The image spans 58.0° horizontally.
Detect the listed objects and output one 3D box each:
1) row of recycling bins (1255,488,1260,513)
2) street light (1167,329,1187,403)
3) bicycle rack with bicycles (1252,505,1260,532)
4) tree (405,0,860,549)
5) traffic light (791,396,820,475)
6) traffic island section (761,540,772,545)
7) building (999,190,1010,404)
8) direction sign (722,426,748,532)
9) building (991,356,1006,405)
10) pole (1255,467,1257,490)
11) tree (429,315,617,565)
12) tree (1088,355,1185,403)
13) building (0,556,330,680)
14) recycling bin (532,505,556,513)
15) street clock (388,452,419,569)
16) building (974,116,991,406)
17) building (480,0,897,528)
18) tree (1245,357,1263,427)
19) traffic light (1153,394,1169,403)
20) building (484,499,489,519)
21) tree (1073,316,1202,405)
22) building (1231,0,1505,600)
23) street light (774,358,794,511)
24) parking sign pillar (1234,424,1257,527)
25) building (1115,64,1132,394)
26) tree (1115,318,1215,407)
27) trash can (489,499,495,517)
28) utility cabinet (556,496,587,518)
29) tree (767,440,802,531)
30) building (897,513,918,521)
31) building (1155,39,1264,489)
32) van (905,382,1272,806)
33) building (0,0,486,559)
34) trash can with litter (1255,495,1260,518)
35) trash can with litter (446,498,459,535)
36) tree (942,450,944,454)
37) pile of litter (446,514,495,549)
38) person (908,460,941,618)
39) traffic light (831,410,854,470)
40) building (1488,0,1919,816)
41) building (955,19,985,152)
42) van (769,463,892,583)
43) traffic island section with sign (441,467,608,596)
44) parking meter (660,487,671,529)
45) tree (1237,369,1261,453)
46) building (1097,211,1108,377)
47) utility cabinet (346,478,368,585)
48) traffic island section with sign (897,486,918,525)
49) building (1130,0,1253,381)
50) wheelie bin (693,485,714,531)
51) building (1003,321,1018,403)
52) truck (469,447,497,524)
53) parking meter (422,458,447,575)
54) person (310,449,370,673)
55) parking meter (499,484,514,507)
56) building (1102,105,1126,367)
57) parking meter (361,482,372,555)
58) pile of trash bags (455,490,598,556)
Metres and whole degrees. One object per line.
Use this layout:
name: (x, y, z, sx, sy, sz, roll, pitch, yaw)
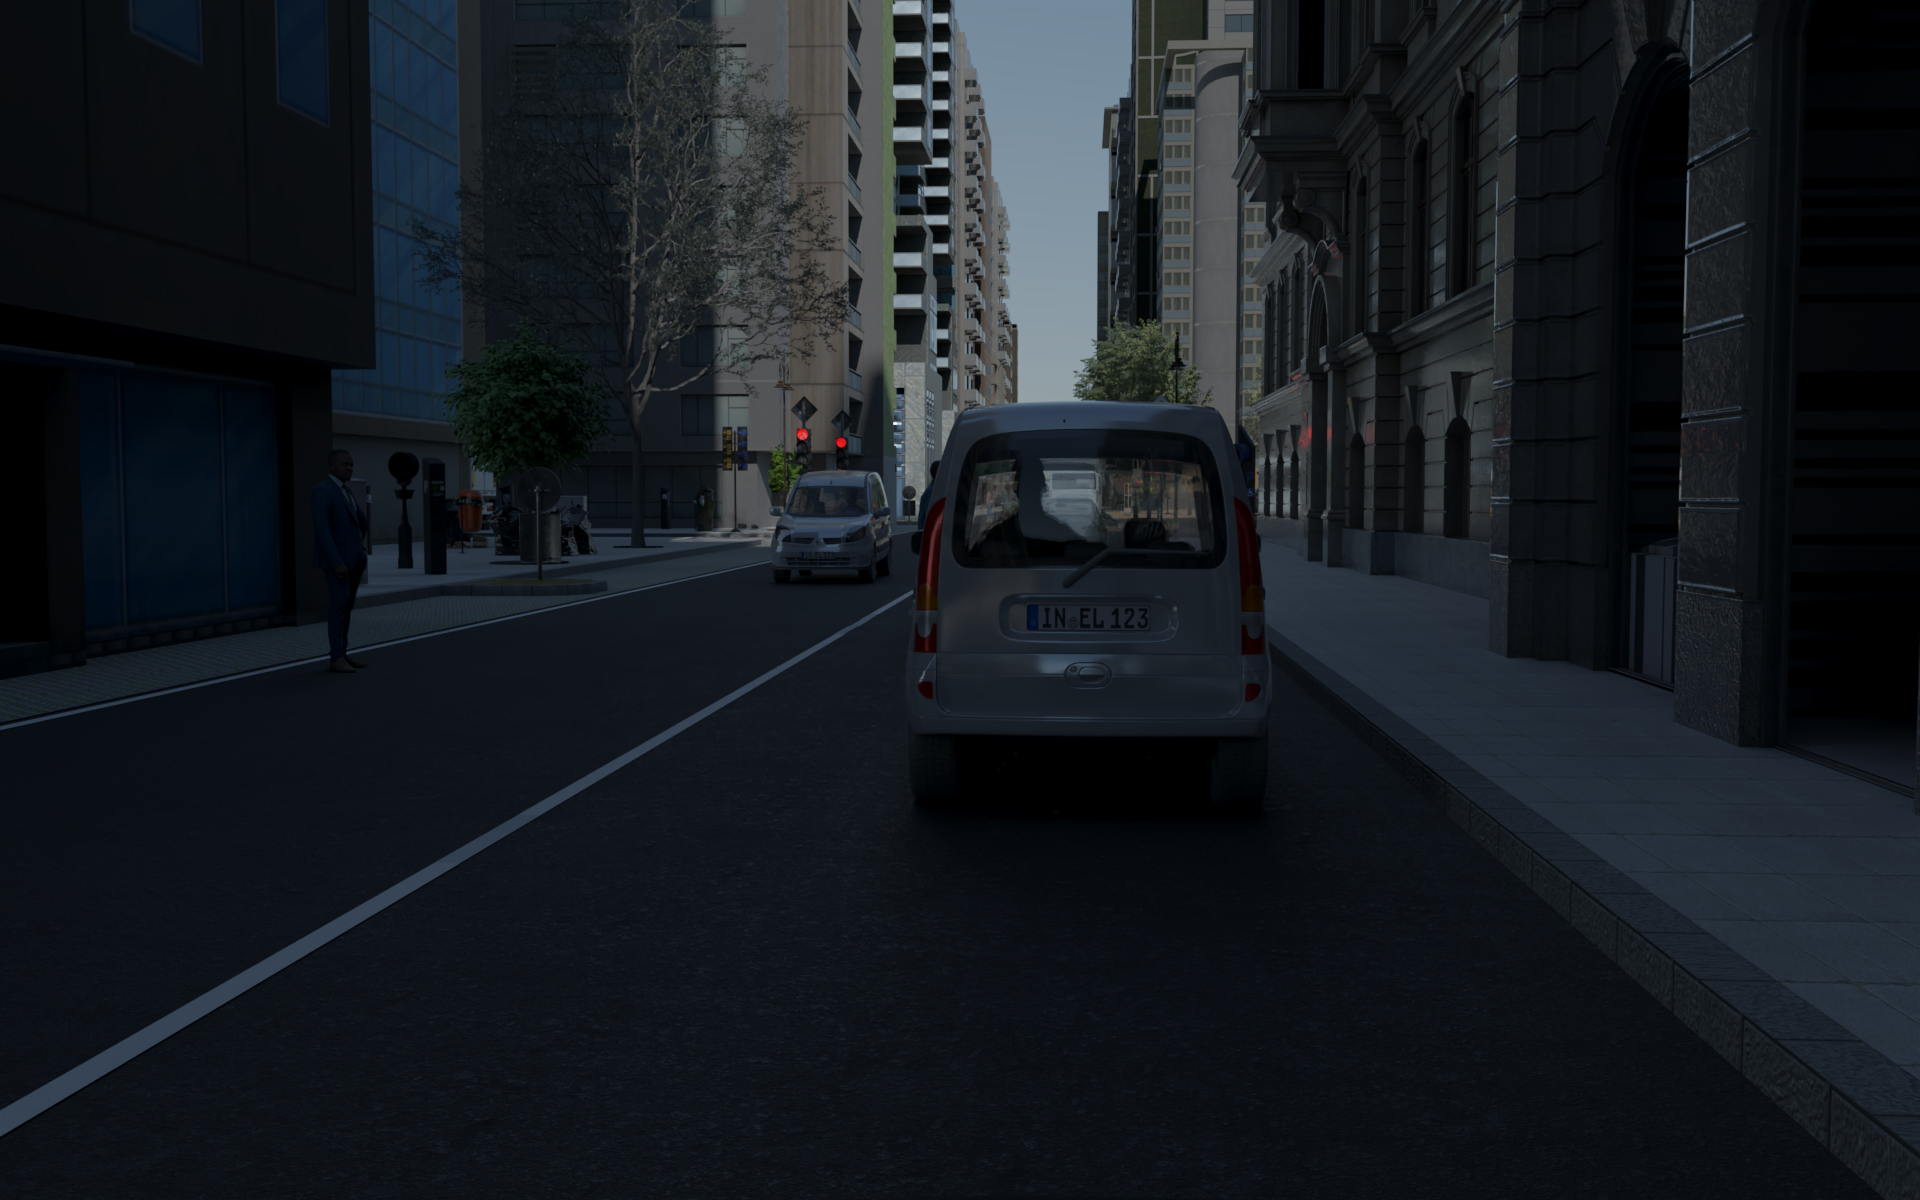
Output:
row of recycling bins: (20.619, -6.721, 117.007, 3.534, 1.692, 1.069, 2, 4, 30)
street light: (6.059, -4.632, 48.527, 0.468, 5.910, 1.993, 0, 4, 4)
bicycle rack with bicycles: (9.751, -2.670, 57.038, 2.925, 0.926, 2.852, -1, 4, -21)
tree: (-7.654, -7.972, 40.710, 12.009, 13.543, 11.850, 0, 3, 0)
traffic light: (-4.445, -3.712, 49.607, 0.839, 4.253, 0.868, 0, 4, 4)
traffic island section: (-4.484, -1.680, 49.745, 2.009, 0.180, 2.903, 0, 4, 4)
building: (-3.865, -39.225, 260.932, 23.786, 49.044, 30.456, 0, 4, 4)
direction sign: (-7.546, -4.045, 58.132, 0.876, 3.537, 0.379, 1, 4, 13)
building: (-8.314, -23.643, 231.600, 27.650, 21.520, 28.899, 0, 4, 4)
pole: (22.228, -8.357, 130.487, 0.158, 3.312, 0.155, 0, 3, 0)
tree: (-8.055, -2.947, 31.902, 4.285, 4.588, 4.351, 0, 3, 0)
tree: (11.881, -11.051, 115.101, 8.767, 10.594, 7.601, 0, 4, -1)
building: (-14.041, -22.132, 11.961, 14.600, 45.320, 14.200, 0, 4, 4)
recycling bin: (-14.209, -2.836, 58.918, 0.722, 1.027, 0.722, 2, 4, 25)
street clock: (-9.551, -1.542, 29.781, 0.471, 2.002, 0.358, 1, 4, 13)
building: (-3.616, -33.726, 201.525, 14.600, 45.320, 14.200, 0, 4, 4)
building: (-10.294, -23.604, 69.518, 14.154, 41.232, 14.086, 0, 4, 4)
tree: (17.097, -8.385, 87.463, 4.737, 8.622, 4.395, 0, 3, 0)
traffic light: (5.643, -3.670, 48.921, 0.839, 4.253, 0.868, 0, 4, 4)
building: (-34.873, -25.365, 69.337, 28.867, 44.769, 22.147, 0, 4, 4)
tree: (12.607, -13.370, 125.250, 9.857, 13.997, 8.962, 0, 3, 0)
building: (12.310, -12.946, 30.745, 14.460, 24.649, 34.723, 0, 4, 4)
street light: (-5.887, -5.219, 58.119, 0.468, 5.910, 1.993, 0, 4, 4)
parking sign pillar: (10.881, -4.772, 66.491, 1.447, 3.967, 1.447, -1, 4, -15)
building: (28.411, -34.926, 190.640, 23.786, 49.044, 30.456, 0, 4, 4)
tree: (8.378, -7.457, 72.277, 4.737, 8.622, 4.395, 0, 3, 0)
trash can: (-22.638, -4.415, 83.831, 0.748, 1.137, 0.748, 0, 3, 0)
utility cabinet: (-13.151, -2.902, 58.601, 1.020, 1.237, 0.306, 1, 4, 13)
tree: (-6.336, -4.046, 60.746, 1.663, 3.219, 1.824, 0, 3, 0)
building: (-11.773, -48.081, 98.799, 22.319, 86.520, 31.000, 0, 4, 4)
building: (28.898, -27.592, 143.014, 32.217, 40.220, 23.993, 0, 4, 4)
van: (0.678, -0.145, 9.377, 2.013, 2.044, 4.112, 0, 4, 4)
building: (-21.273, -24.006, 42.616, 14.200, 45.320, 14.600, 0, 4, 4)
trash can with litter: (15.976, -4.956, 92.088, 1.678, 1.210, 2.233, 1, 4, 10)
trash can with litter: (-13.250, -2.081, 45.419, 0.624, 1.170, 1.055, -1, 4, -19)
tree: (-1.103, -8.859, 128.559, 4.285, 4.588, 4.351, 0, 3, 0)
pile of litter: (-11.719, -1.663, 41.147, 1.719, 0.858, 1.176, -1, 4, -12)
person: (-0.324, -0.572, 18.199, 0.444, 1.785, 0.601, 0, 4, 2)
traffic light: (-3.888, -4.199, 57.573, 0.839, 4.253, 0.868, 0, 4, 4)
building: (9.373, -9.775, 1.628, 13.314, 21.916, 24.055, 0, 4, 4)
building: (-8.916, -34.240, 179.440, 23.786, 49.044, 30.456, 0, 4, 4)
van: (-2.126, -1.364, 29.309, 2.013, 2.044, 4.112, 0, 4, 3)
traffic island section with sign: (-6.220, -1.008, 25.105, 1.989, 1.847, 2.006, 0, 4, 4)
parking meter: (-10.750, -3.355, 63.268, 0.372, 1.533, 0.369, 0, 3, 0)
tree: (18.142, -9.260, 101.757, 4.360, 8.622, 3.978, 0, 3, 0)
building: (26.875, -34.729, 251.407, 14.154, 41.232, 14.086, 0, 4, 4)
utility cabinet: (-8.806, -0.932, 23.909, 1.173, 1.500, 0.318, -3, 5, -44)
traffic island section with sign: (-2.334, -4.400, 80.560, 1.989, 1.847, 2.006, 0, 4, 4)
building: (24.593, -44.430, 164.683, 20.563, 71.187, 20.611, 0, 4, 4)
wheelie bin: (-8.820, -3.167, 59.690, 0.693, 1.594, 0.980, -1, 4, -18)
building: (2.234, -31.295, 283.368, 14.160, 30.474, 14.107, 0, 4, 4)
truck: (-20.416, -3.999, 54.294, 11.283, 4.237, 2.839, 0, 4, 3)
parking meter: (-8.375, -1.340, 27.612, 0.255, 1.863, 0.399, -3, 4, -37)
person: (-5.077, -0.335, 14.167, 0.419, 1.800, 0.721, 0, 4, -3)
parking meter: (-11.701, -2.221, 44.731, 0.372, 1.533, 0.369, 0, 3, 0)
building: (33.271, -39.177, 229.780, 28.713, 52.752, 27.495, 0, 4, 4)
parking meter: (-12.585, -1.716, 36.463, 0.372, 1.533, 0.369, 0, 3, 0)
pile of trash bags: (-9.376, -1.659, 36.884, 3.447, 1.369, 1.912, 2, 4, 27)
